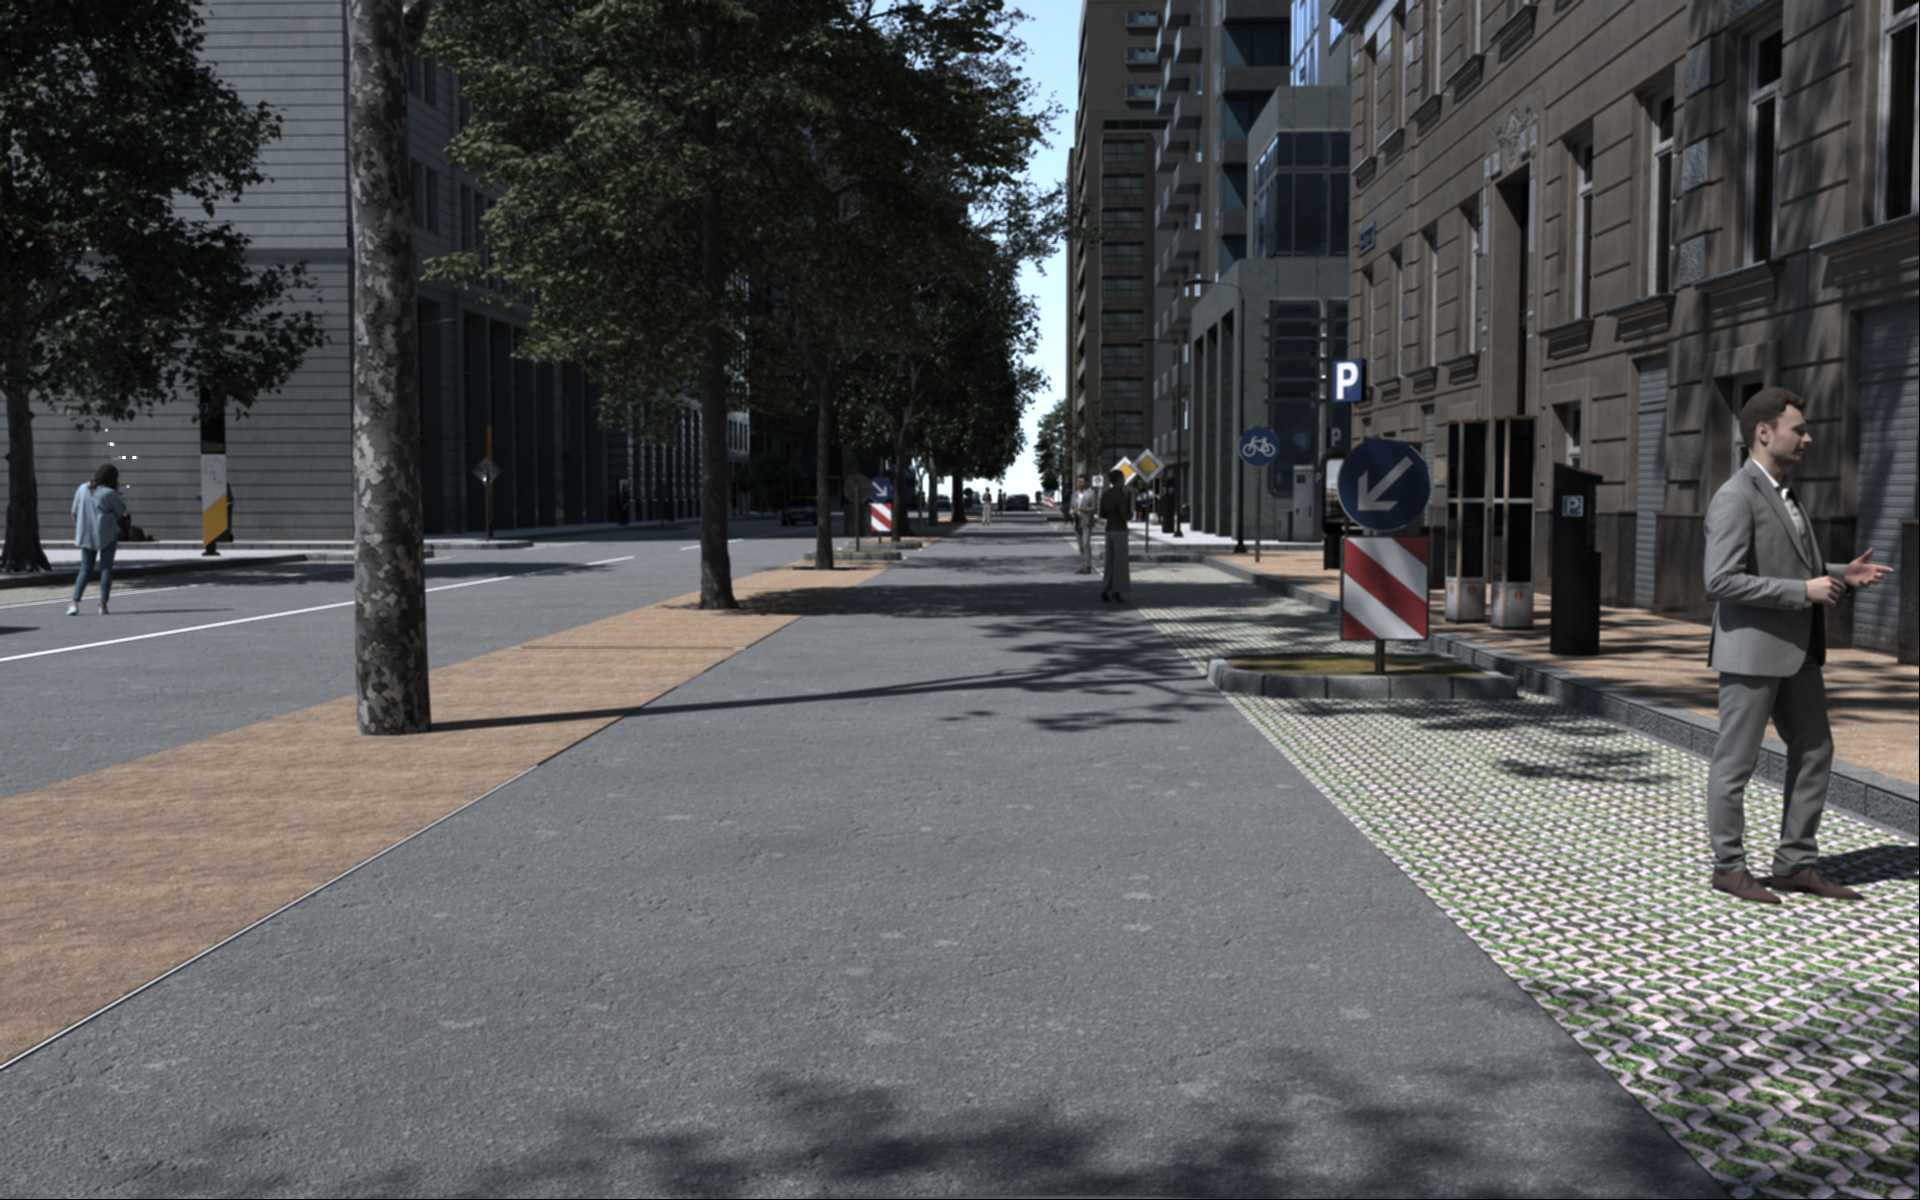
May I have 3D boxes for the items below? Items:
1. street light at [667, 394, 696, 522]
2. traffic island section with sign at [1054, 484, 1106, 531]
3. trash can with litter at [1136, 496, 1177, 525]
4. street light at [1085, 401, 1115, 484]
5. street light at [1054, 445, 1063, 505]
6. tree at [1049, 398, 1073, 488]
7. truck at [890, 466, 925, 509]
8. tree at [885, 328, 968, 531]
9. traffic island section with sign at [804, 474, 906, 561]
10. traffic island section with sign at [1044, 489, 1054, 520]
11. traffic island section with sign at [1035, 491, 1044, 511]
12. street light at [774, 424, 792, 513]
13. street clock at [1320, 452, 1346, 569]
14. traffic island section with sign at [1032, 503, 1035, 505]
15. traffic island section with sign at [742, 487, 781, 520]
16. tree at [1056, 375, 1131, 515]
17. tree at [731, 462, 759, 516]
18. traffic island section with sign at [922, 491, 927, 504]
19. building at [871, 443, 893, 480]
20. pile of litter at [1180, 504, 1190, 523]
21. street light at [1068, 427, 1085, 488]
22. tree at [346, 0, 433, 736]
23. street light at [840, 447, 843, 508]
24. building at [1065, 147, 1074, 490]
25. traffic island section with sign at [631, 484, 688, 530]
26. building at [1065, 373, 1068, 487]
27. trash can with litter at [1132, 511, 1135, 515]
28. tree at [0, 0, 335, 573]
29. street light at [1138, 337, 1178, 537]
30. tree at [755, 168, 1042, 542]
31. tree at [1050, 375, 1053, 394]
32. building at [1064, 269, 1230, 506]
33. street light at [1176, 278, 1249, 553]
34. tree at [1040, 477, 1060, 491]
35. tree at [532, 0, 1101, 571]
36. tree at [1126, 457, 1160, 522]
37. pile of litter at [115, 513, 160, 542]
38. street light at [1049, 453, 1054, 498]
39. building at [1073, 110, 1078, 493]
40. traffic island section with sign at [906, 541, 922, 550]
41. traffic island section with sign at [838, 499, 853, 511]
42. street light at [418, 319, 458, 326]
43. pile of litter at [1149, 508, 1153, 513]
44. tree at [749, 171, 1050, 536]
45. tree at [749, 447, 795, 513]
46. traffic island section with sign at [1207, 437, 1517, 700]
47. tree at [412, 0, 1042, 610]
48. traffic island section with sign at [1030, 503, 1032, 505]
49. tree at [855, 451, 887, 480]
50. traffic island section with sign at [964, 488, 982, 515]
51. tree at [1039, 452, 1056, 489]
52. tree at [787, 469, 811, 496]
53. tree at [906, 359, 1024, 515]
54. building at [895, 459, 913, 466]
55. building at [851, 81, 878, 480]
[{"bbox_3d":[-12.936,-6.612,80.653,1.470,5.913,1.316,0,4,2],"label":"street light"},{"bbox_3d":[4.802,-3.619,67.798,1.989,1.847,2.006,0,4,2],"label":"traffic island section with sign"},{"bbox_3d":[8.184,-3.698,71.514,1.678,1.210,2.233,0,4,1],"label":"trash can with litter"},{"bbox_3d":[7.139,-6.949,86.156,1.470,5.913,1.316,0,4,2],"label":"street light"},{"bbox_3d":[9.837,-11.607,162.309,1.470,5.913,1.316,0,4,2],"label":"street light"},{"bbox_3d":[11.908,-17.513,204.456,7.486,12.596,7.792,0,3,0],"label":"tree"},{"bbox_3d":[-5.096,-11.064,170.647,2.967,4.110,18.799,0,4,2],"label":"truck"},{"bbox_3d":[-1.575,-7.012,67.463,4.737,8.622,4.395,0,3,0],"label":"tree"},{"bbox_3d":[-2.315,-1.832,38.093,2.006,1.907,1.989,0,4,2],"label":"traffic island section with sign"},{"bbox_3d":[5.742,-5.269,94.784,1.989,1.847,2.006,0,4,2],"label":"traffic island section with sign"},{"bbox_3d":[7.477,-8.335,144.911,1.989,1.847,2.006,0,4,2],"label":"traffic island section with sign"},{"bbox_3d":[-11.717,-8.716,115.050,1.470,5.913,1.316,0,4,2],"label":"street light"},{"bbox_3d":[6.402,-1.533,29.635,0.471,2.002,0.358,-2,4,-29],"label":"street clock"},{"bbox_3d":[8.429,-10.005,172.210,1.989,1.847,2.006,0,4,2],"label":"traffic island section with sign"},{"bbox_3d":[-10.915,-5.319,95.592,1.989,1.847,2.006,0,4,2],"label":"traffic island section with sign"},{"bbox_3d":[8.305,-9.542,106.373,4.360,8.622,3.978,0,3,0],"label":"tree"},{"bbox_3d":[-12.850,-6.639,103.149,1.663,3.219,1.824,0,3,0],"label":"tree"},{"bbox_3d":[-5.368,-15.082,255.214,1.989,1.847,2.006,0,4,2],"label":"traffic island section with sign"},{"bbox_3d":[-19.978,-38.487,248.877,23.786,49.044,30.456,0,4,2],"label":"building"},{"bbox_3d":[10.329,-3.853,76.954,1.176,0.858,1.719,3,4,36],"label":"pile of litter"},{"bbox_3d":[8.384,-9.053,120.552,1.470,5.913,1.316,0,4,2],"label":"street light"},{"bbox_3d":[-2.216,-9.208,8.899,12.611,20.169,13.585,0,3,0],"label":"tree"},{"bbox_3d":[-10.195,-11.291,157.149,1.470,5.913,1.316,0,4,2],"label":"street light"},{"bbox_3d":[20.440,-34.761,218.458,14.600,45.320,14.200,0,4,2],"label":"building"},{"bbox_3d":[-11.851,-3.671,68.653,1.989,1.847,2.006,0,4,2],"label":"traffic island section with sign"},{"bbox_3d":[25.376,-37.489,236.639,21.300,48.544,21.600,0,4,2],"label":"building"},{"bbox_3d":[9.968,-5.584,102.690,0.624,1.170,1.055,-3,4,-36],"label":"trash can with litter"},{"bbox_3d":[-15.612,-6.822,28.549,9.611,12.733,9.660,0,3,0],"label":"tree"},{"bbox_3d":[5.958,-4.823,51.389,1.470,5.913,1.316,0,4,2],"label":"street light"},{"bbox_3d":[-1.905,-6.893,49.563,8.767,10.594,7.601,0,4,2],"label":"tree"},{"bbox_3d":[-0.048,-10.322,88.224,9.611,12.733,9.660,0,3,0],"label":"tree"},{"bbox_3d":[27.331,-58.087,262.397,22.319,86.520,31.000,0,4,2],"label":"building"},{"bbox_3d":[5.551,-3.970,37.455,1.470,5.913,1.316,0,4,2],"label":"street light"},{"bbox_3d":[14.396,-17.877,276.009,4.285,4.588,4.351,0,3,0],"label":"tree"},{"bbox_3d":[-2.580,-7.311,32.364,12.009,13.543,11.850,0,3,0],"label":"tree"},{"bbox_3d":[8.495,-5.205,79.709,1.663,3.219,1.824,0,3,0],"label":"tree"},{"bbox_3d":[-22.428,-1.989,46.480,1.719,0.858,1.176,1,4,9],"label":"pile of litter"},{"bbox_3d":[11.524,-14.607,211.362,1.470,5.913,1.316,0,4,2],"label":"street light"},{"bbox_3d":[19.287,-30.821,187.518,14.154,41.232,14.086,0,4,2],"label":"building"},{"bbox_3d":[-2.048,-2.285,45.496,2.006,1.907,1.989,0,4,2],"label":"traffic island section with sign"},{"bbox_3d":[-9.171,-8.388,145.771,1.989,1.847,2.006,0,4,2],"label":"traffic island section with sign"},{"bbox_3d":[-14.021,-4.502,46.150,1.470,5.913,1.316,0,4,2],"label":"street light"},{"bbox_3d":[12.748,-6.274,116.553,1.719,0.858,1.176,1,4,12],"label":"pile of litter"},{"bbox_3d":[-2.000,-8.485,58.196,9.611,12.733,9.660,0,3,0],"label":"tree"},{"bbox_3d":[-13.019,-8.294,119.327,4.285,4.588,4.351,0,3,0],"label":"tree"},{"bbox_3d":[2.899,-0.265,12.954,1.989,1.847,2.006,0,4,2],"label":"traffic island section with sign"},{"bbox_3d":[-2.921,-6.120,20.646,7.486,12.596,7.792,0,3,0],"label":"tree"},{"bbox_3d":[10.358,-13.404,227.783,1.989,1.847,2.006,0,4,2],"label":"traffic island section with sign"},{"bbox_3d":[-10.311,-14.967,195.066,4.360,8.622,3.978,0,3,0],"label":"tree"},{"bbox_3d":[0.551,-6.878,120.589,2.006,1.907,1.989,0,4,2],"label":"traffic island section with sign"},{"bbox_3d":[14.243,-19.407,267.672,4.360,8.622,3.978,0,3,0],"label":"tree"},{"bbox_3d":[-11.981,-8.333,130.839,1.663,3.219,1.824,0,3,0],"label":"tree"},{"bbox_3d":[0.037,-12.674,116.325,9.857,13.997,8.962,0,3,0],"label":"tree"},{"bbox_3d":[-14.864,-36.007,272.315,14.154,41.232,14.086,0,4,2],"label":"building"},{"bbox_3d":[-24.130,-38.577,219.969,28.713,52.752,27.495,0,4,2],"label":"building"}]
